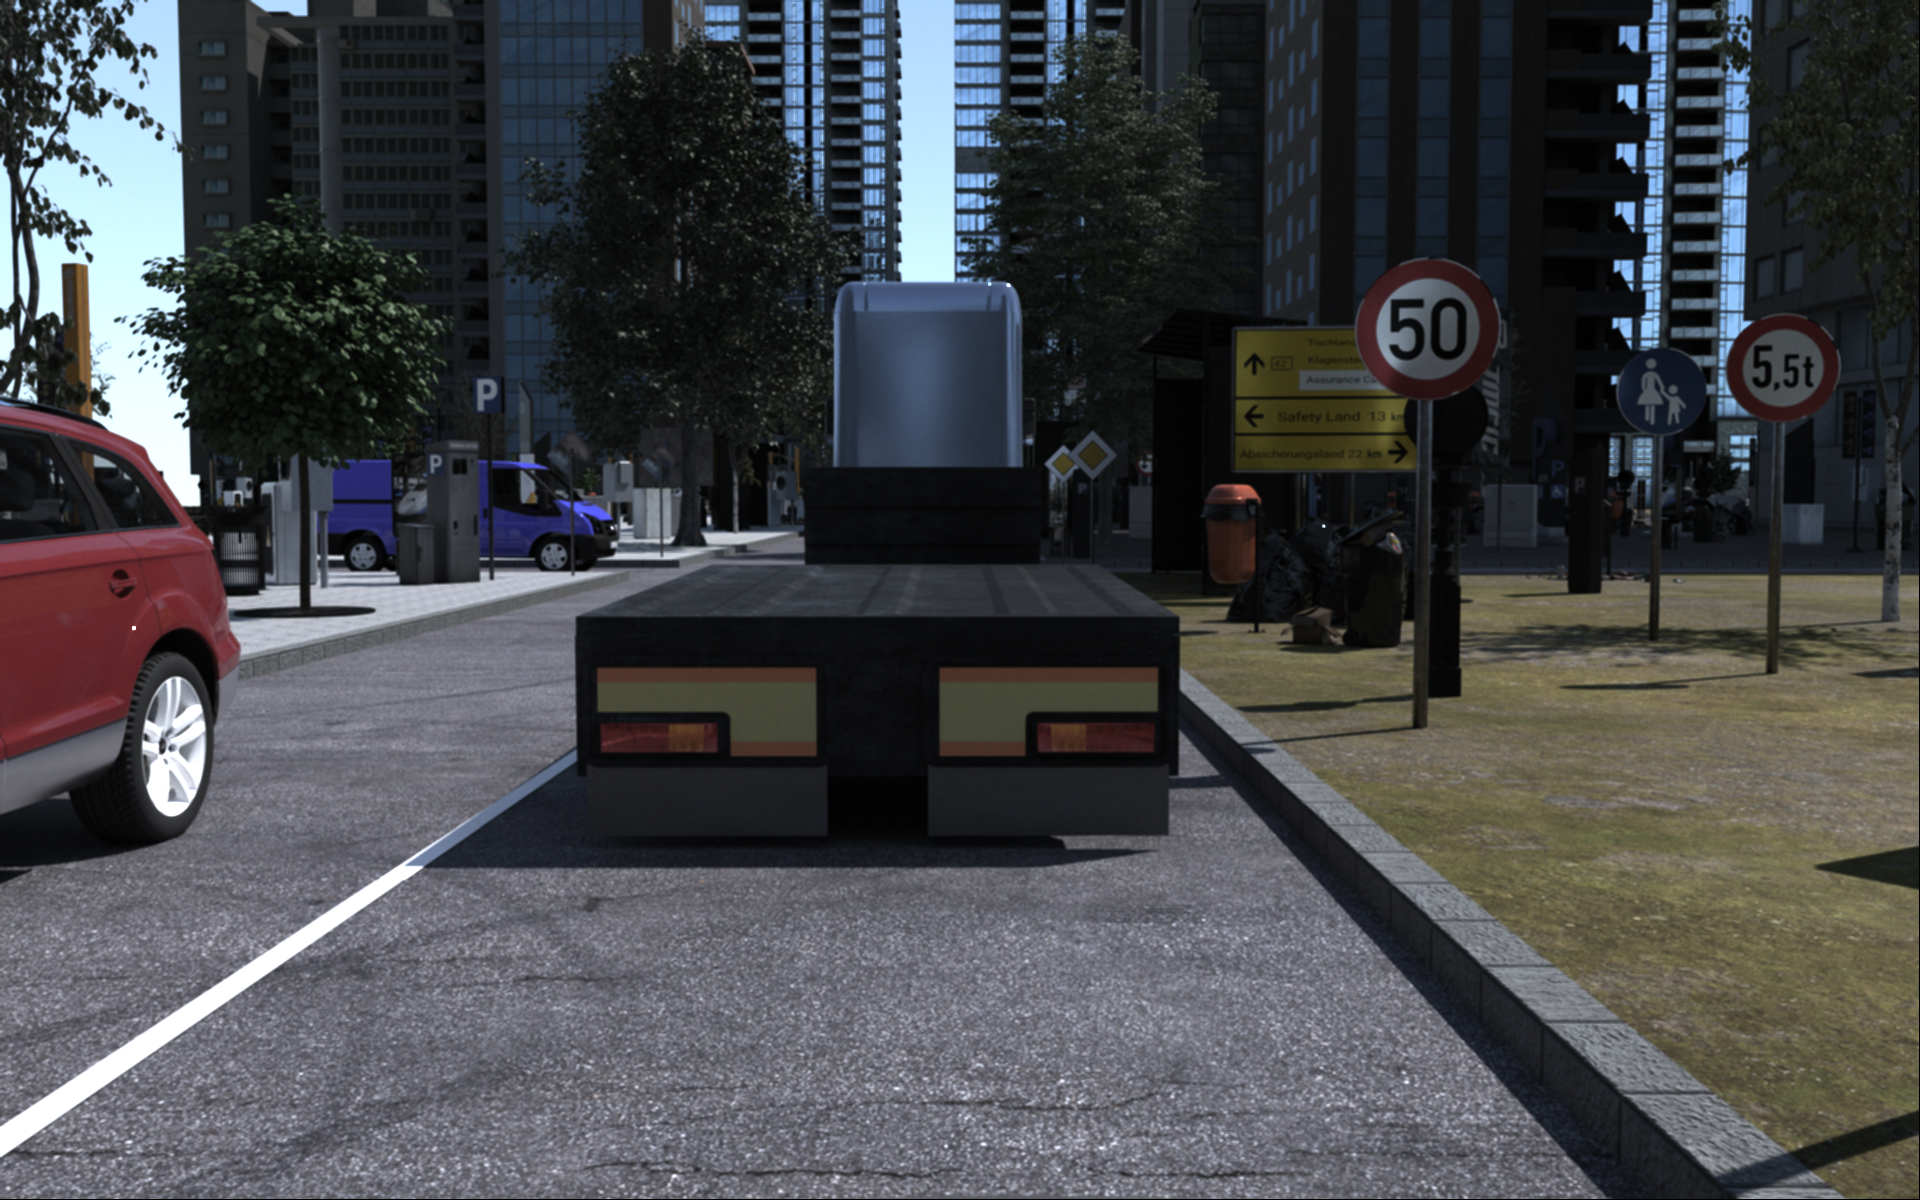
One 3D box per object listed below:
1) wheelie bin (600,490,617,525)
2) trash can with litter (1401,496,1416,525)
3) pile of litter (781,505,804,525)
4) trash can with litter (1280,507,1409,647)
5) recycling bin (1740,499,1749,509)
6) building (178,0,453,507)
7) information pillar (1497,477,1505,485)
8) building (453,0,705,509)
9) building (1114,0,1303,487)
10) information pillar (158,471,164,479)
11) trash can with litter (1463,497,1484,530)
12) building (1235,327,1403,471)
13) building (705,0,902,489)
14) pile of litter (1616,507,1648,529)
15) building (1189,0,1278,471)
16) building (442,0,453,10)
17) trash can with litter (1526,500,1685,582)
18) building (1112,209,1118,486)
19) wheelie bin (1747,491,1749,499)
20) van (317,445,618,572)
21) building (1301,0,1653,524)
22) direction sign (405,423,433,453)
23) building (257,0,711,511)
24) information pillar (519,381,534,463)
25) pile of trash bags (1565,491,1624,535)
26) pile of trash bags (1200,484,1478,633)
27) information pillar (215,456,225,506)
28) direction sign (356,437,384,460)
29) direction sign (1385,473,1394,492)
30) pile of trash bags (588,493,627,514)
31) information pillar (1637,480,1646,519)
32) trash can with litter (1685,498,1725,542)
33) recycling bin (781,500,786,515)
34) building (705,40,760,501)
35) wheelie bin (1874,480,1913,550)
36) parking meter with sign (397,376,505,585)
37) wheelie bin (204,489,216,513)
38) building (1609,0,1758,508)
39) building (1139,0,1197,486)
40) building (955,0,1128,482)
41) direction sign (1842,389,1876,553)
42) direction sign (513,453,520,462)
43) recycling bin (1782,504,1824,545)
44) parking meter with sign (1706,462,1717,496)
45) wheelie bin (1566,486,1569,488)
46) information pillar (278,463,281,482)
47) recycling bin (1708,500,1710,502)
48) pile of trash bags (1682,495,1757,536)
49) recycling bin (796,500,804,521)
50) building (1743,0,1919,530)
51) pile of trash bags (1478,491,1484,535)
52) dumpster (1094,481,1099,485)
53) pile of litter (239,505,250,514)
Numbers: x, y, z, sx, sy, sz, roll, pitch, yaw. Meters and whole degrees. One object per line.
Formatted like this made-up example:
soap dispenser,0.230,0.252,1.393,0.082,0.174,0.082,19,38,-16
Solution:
wheelie bin,-14.675,-3.970,72.818,0.693,1.594,0.980,3,5,42
trash can with litter,12.949,-2.465,51.361,2.233,1.210,1.678,0,4,7
pile of litter,-6.813,-3.524,71.585,1.719,0.858,1.176,-1,4,-12
trash can with litter,3.257,-0.202,14.682,1.055,1.170,0.624,2,4,26
recycling bin,41.656,-4.881,92.359,0.722,1.027,0.722,3,5,43
building,-58.456,-33.061,164.245,21.600,48.544,21.300,0,4,0
information pillar,22.764,-4.187,72.956,0.304,2.012,0.304,1,4,20
building,-25.214,-28.614,117.948,14.600,45.320,14.200,0,4,0
building,21.235,-30.768,153.161,14.600,45.320,14.200,0,4,0
information pillar,-25.194,-3.057,54.480,0.304,2.012,0.304,-2,4,-26
trash can with litter,18.695,-3.128,62.538,1.055,1.170,0.624,-3,5,-40
building,41.752,-36.506,216.479,30.456,49.044,23.786,0,4,0
building,-20.295,-55.166,214.633,31.000,86.520,22.319,0,4,0
pile of litter,25.167,-3.103,64.692,1.719,0.858,1.176,-2,4,-35
building,20.359,-20.262,102.992,14.160,30.474,14.107,0,4,0
building,-65.824,-55.169,214.681,31.000,86.520,22.319,0,4,0
trash can with litter,9.754,-0.909,25.916,1.678,1.210,2.233,-2,4,-28
building,21.640,-24.223,167.740,14.160,30.474,14.107,0,4,0
wheelie bin,46.693,-5.753,101.966,0.693,1.594,0.980,1,4,16
van,-8.845,-1.646,31.288,5.245,2.365,2.240,0,4,2
building,22.305,-26.319,80.422,14.600,45.320,14.200,0,4,0
direction sign,-17.136,-3.848,54.910,0.876,3.537,0.379,-3,4,-37
building,-34.760,-27.239,137.238,32.217,40.220,23.993,0,4,0
information pillar,-8.989,-2.728,35.959,0.183,3.616,0.504,-3,5,-41
pile of trash bags,19.812,-2.799,55.509,3.447,1.369,1.912,-1,4,-17
pile of trash bags,3.484,-0.459,17.250,1.912,1.369,3.447,3,5,40
information pillar,-44.448,-6.893,104.055,0.504,3.616,0.183,-2,4,-29
direction sign,-19.658,-4.023,57.777,0.876,3.537,0.379,0,4,-8
direction sign,17.452,-4.793,70.359,0.379,3.537,0.876,2,4,35
pile of trash bags,-22.033,-6.056,108.773,1.912,1.369,3.447,2,4,35
information pillar,35.184,-5.196,89.448,0.304,2.012,0.304,-1,4,-20
trash can with litter,19.916,-2.131,46.234,1.055,1.170,0.624,-2,4,-35
recycling bin,-8.187,-3.983,77.680,0.722,1.027,0.722,-1,4,-13
building,-32.479,-31.145,163.837,28.867,44.769,22.147,0,4,0
wheelie bin,21.373,-1.939,39.617,0.693,1.594,0.980,0,4,-4
parking meter with sign,-7.361,-1.760,25.034,0.543,3.016,1.738,2,4,27
wheelie bin,-46.078,-6.015,106.247,0.693,1.594,0.980,-1,4,-12
building,62.847,-51.929,161.709,31.000,86.520,22.319,0,4,0
building,24.277,-36.041,131.262,21.231,58.520,28.212,0,4,0
building,11.021,-55.127,214.002,31.000,86.520,22.319,0,4,0
direction sign,19.667,-2.810,37.948,0.379,3.537,0.876,-1,4,-16
direction sign,-24.267,-6.290,94.837,0.379,3.537,0.876,1,4,15
recycling bin,21.301,-1.912,43.820,0.722,1.027,0.722,-1,4,-12
parking meter with sign,40.327,-5.909,92.865,0.543,3.016,1.738,1,4,21
wheelie bin,24.318,-3.740,69.064,0.980,1.594,0.693,-2,4,-35
information pillar,-14.485,-2.812,37.324,0.504,3.616,0.183,1,4,23
recycling bin,30.977,-3.644,72.133,0.722,1.027,0.722,0,4,-6
pile of trash bags,23.564,-2.764,54.938,1.912,1.369,3.447,-1,4,-15
recycling bin,-6.525,-3.749,73.851,0.722,1.027,0.722,2,4,30
building,46.300,-28.755,59.386,27.495,52.752,28.713,0,4,0
pile of trash bags,16.423,-2.831,56.042,1.912,1.369,3.447,2,4,25
dumpster,5.882,-4.439,78.338,1.264,1.857,1.865,0,4,0
pile of litter,-28.945,-3.389,69.369,1.176,0.858,1.719,0,4,-1
